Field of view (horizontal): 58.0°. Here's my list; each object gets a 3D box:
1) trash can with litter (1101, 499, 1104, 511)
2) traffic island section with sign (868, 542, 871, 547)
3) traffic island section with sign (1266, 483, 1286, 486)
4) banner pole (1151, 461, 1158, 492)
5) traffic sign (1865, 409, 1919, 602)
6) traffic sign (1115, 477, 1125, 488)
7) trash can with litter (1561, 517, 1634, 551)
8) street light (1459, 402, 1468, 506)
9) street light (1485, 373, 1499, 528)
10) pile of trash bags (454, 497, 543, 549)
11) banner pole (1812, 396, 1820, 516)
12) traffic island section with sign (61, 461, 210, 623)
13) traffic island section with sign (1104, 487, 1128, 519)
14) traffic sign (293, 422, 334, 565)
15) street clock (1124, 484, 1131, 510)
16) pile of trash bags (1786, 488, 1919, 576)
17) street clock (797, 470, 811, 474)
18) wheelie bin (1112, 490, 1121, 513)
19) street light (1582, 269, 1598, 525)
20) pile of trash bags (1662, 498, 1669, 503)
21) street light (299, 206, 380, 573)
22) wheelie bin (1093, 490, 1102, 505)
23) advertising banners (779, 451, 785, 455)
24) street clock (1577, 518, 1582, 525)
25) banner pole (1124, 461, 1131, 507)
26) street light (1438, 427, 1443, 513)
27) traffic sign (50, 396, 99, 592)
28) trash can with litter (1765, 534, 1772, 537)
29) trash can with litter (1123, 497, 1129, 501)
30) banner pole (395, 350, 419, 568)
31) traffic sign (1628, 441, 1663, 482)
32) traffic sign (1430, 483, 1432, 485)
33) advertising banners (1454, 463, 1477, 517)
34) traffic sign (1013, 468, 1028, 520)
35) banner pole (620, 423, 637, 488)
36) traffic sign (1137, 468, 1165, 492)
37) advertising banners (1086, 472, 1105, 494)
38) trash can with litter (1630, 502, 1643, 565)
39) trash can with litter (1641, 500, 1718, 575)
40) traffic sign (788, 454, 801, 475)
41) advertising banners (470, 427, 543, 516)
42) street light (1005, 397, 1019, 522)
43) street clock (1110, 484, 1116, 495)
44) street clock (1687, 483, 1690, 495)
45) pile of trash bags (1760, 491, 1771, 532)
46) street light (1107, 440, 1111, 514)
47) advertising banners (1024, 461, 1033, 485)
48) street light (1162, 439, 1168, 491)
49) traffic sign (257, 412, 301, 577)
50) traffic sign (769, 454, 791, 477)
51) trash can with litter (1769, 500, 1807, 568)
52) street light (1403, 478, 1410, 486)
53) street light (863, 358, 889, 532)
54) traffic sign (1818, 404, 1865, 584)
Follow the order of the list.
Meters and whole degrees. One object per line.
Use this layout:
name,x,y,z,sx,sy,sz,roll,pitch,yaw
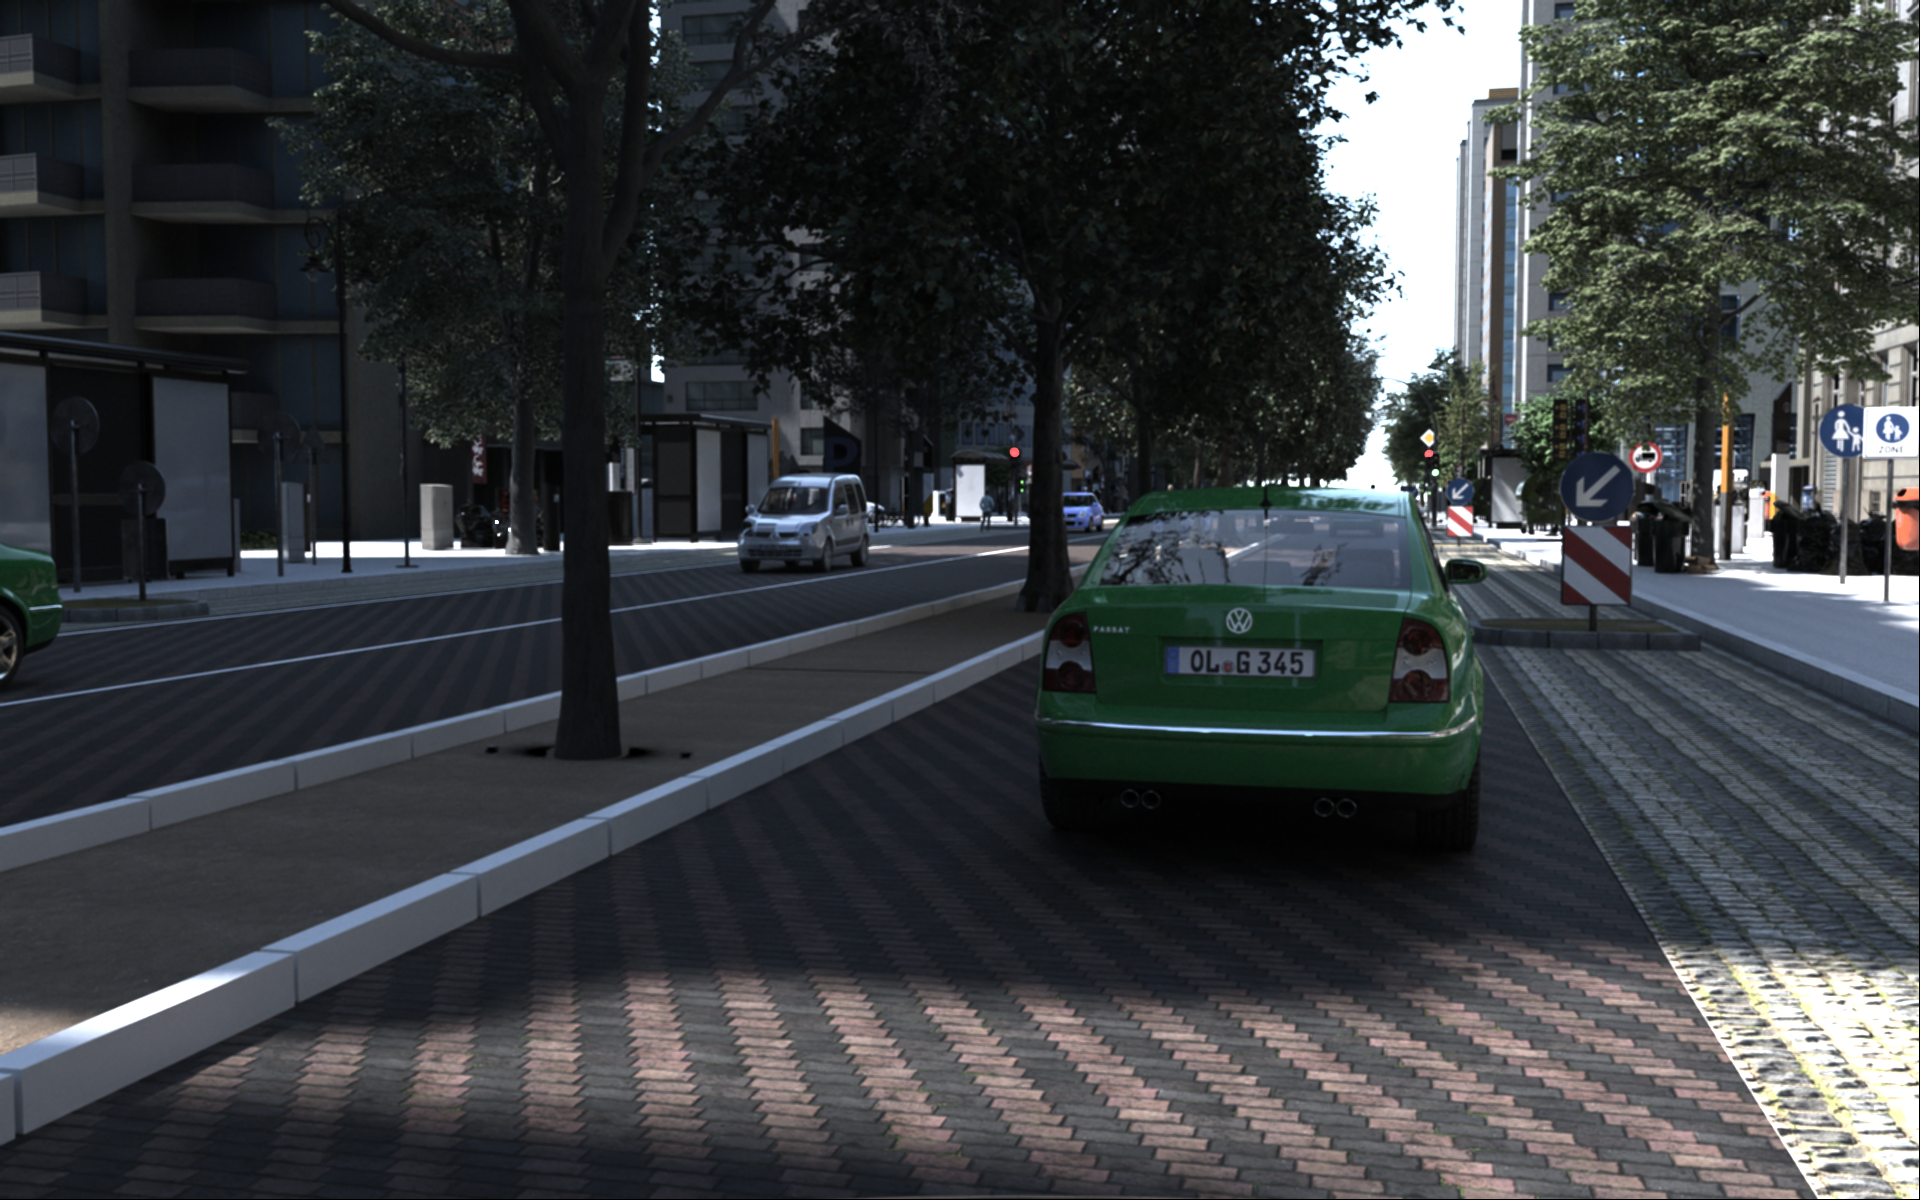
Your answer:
trash can with litter,10.744,-7.377,131.996,1.055,1.170,0.624,-2,4,-25
traffic island section with sign,-3.493,-2.336,46.826,1.989,1.847,2.006,1,4,13
traffic island section with sign,14.074,-4.143,75.879,2.006,1.907,1.989,1,4,13
banner pole,14.603,-8.563,130.014,0.401,3.779,0.863,-3,5,-45
traffic sign,11.021,-1.126,20.540,0.606,2.300,0.079,1,4,17
traffic sign,11.638,-7.717,126.273,0.768,2.556,0.104,1,4,20
trash can with litter,14.838,-1.711,39.034,1.678,1.210,2.233,-2,4,-30
street light,25.249,-6.988,87.035,0.468,5.910,1.993,1,4,13
street light,20.277,-5.704,66.044,0.468,5.910,1.993,1,4,13
pile of trash bags,-11.484,-1.948,41.601,3.447,1.369,1.912,2,4,25
banner pole,21.818,-3.315,44.213,0.401,3.779,0.863,2,4,27
traffic island section with sign,-9.919,-0.703,20.115,1.989,1.847,2.006,1,4,13
traffic island section with sign,9.411,-5.622,100.553,1.989,1.847,2.006,1,4,13
traffic sign,-11.656,-1.908,31.196,0.884,2.594,0.081,1,4,18
street clock,11.882,-7.246,123.046,0.471,2.002,0.358,0,4,5
pile of trash bags,14.462,-1.071,27.267,1.912,1.369,3.447,1,4,9
street clock,-4.611,-2.859,51.310,0.471,2.002,0.358,-1,4,-8
wheelie bin,10.797,-6.818,119.379,0.693,1.594,0.980,0,4,-5
street light,12.919,-3.846,35.676,0.468,5.910,1.993,1,4,13
pile of trash bags,35.079,-4.796,88.173,1.912,1.369,3.447,2,4,26
street light,-10.025,-3.385,28.140,0.468,5.910,1.993,1,4,13
wheelie bin,9.449,-6.831,119.598,0.693,1.594,0.980,1,4,15
advertising banners,-7.656,-4.522,70.130,0.090,3.025,2.074,2,4,27
street clock,20.574,-3.230,57.373,0.358,2.002,0.471,-2,4,-30
banner pole,12.726,-8.638,131.245,0.401,3.779,0.863,-3,5,-44
street light,32.546,-8.842,117.347,0.468,5.910,1.993,1,4,13
traffic sign,-11.527,-1.372,22.538,0.768,2.556,0.104,1,4,16
trash can with litter,24.244,-2.522,52.296,2.233,1.210,1.678,1,4,18
trash can with litter,11.518,-6.731,121.446,0.624,1.170,1.055,0,4,6
banner pole,-9.632,-2.443,29.960,0.401,3.779,0.863,-1,4,-10
traffic sign,16.460,-2.541,41.649,0.768,2.556,0.104,1,4,23
traffic sign,33.604,-7.515,122.968,0.768,2.556,0.104,1,4,22
advertising banners,28.461,-6.109,96.063,2.074,3.025,0.090,1,4,15
traffic sign,2.940,-5.189,84.952,0.768,2.556,0.104,1,4,19
banner pole,-10.751,-4.050,56.235,0.863,3.779,0.401,-2,4,-29
traffic sign,15.052,-8.737,136.716,2.265,3.308,0.079,1,4,18
advertising banners,10.578,-8.617,137.070,2.074,3.025,0.090,-1,4,-10
trash can with litter,12.363,-1.206,31.109,0.624,1.170,1.055,1,4,22
trash can with litter,11.714,-1.014,27.966,0.624,1.170,1.055,-3,5,-39
traffic sign,-5.512,-3.479,56.886,0.884,2.594,0.081,1,4,19
advertising banners,-11.758,-2.976,44.839,2.074,3.025,0.090,-3,4,-38
street light,2.332,-6.510,79.221,0.468,5.910,1.993,1,4,13
street clock,11.422,-7.633,129.362,0.358,2.002,0.471,-2,4,-28
street clock,46.596,-6.527,111.279,0.471,2.002,0.358,1,4,17
pile of trash bags,26.811,-2.999,58.791,1.912,1.369,3.447,0,4,1
street light,9.295,-8.317,108.769,0.468,5.910,1.993,1,4,13
advertising banners,4.425,-5.891,92.501,2.074,3.025,0.090,0,4,6
street light,16.488,-10.130,138.417,0.468,5.910,1.993,1,4,13
traffic sign,-10.575,-1.638,26.888,0.768,2.556,0.104,1,4,14
traffic sign,-5.803,-3.392,55.571,0.768,2.556,0.104,1,4,17
trash can with litter,14.534,-1.130,29.863,0.624,1.170,1.055,-3,4,-36
street light,62.384,-16.432,241.457,0.468,5.910,1.993,1,4,13
street light,-2.810,-5.212,58.009,0.468,5.910,1.993,1,4,13
traffic sign,12.552,-1.495,24.555,0.768,2.556,0.104,1,4,16
